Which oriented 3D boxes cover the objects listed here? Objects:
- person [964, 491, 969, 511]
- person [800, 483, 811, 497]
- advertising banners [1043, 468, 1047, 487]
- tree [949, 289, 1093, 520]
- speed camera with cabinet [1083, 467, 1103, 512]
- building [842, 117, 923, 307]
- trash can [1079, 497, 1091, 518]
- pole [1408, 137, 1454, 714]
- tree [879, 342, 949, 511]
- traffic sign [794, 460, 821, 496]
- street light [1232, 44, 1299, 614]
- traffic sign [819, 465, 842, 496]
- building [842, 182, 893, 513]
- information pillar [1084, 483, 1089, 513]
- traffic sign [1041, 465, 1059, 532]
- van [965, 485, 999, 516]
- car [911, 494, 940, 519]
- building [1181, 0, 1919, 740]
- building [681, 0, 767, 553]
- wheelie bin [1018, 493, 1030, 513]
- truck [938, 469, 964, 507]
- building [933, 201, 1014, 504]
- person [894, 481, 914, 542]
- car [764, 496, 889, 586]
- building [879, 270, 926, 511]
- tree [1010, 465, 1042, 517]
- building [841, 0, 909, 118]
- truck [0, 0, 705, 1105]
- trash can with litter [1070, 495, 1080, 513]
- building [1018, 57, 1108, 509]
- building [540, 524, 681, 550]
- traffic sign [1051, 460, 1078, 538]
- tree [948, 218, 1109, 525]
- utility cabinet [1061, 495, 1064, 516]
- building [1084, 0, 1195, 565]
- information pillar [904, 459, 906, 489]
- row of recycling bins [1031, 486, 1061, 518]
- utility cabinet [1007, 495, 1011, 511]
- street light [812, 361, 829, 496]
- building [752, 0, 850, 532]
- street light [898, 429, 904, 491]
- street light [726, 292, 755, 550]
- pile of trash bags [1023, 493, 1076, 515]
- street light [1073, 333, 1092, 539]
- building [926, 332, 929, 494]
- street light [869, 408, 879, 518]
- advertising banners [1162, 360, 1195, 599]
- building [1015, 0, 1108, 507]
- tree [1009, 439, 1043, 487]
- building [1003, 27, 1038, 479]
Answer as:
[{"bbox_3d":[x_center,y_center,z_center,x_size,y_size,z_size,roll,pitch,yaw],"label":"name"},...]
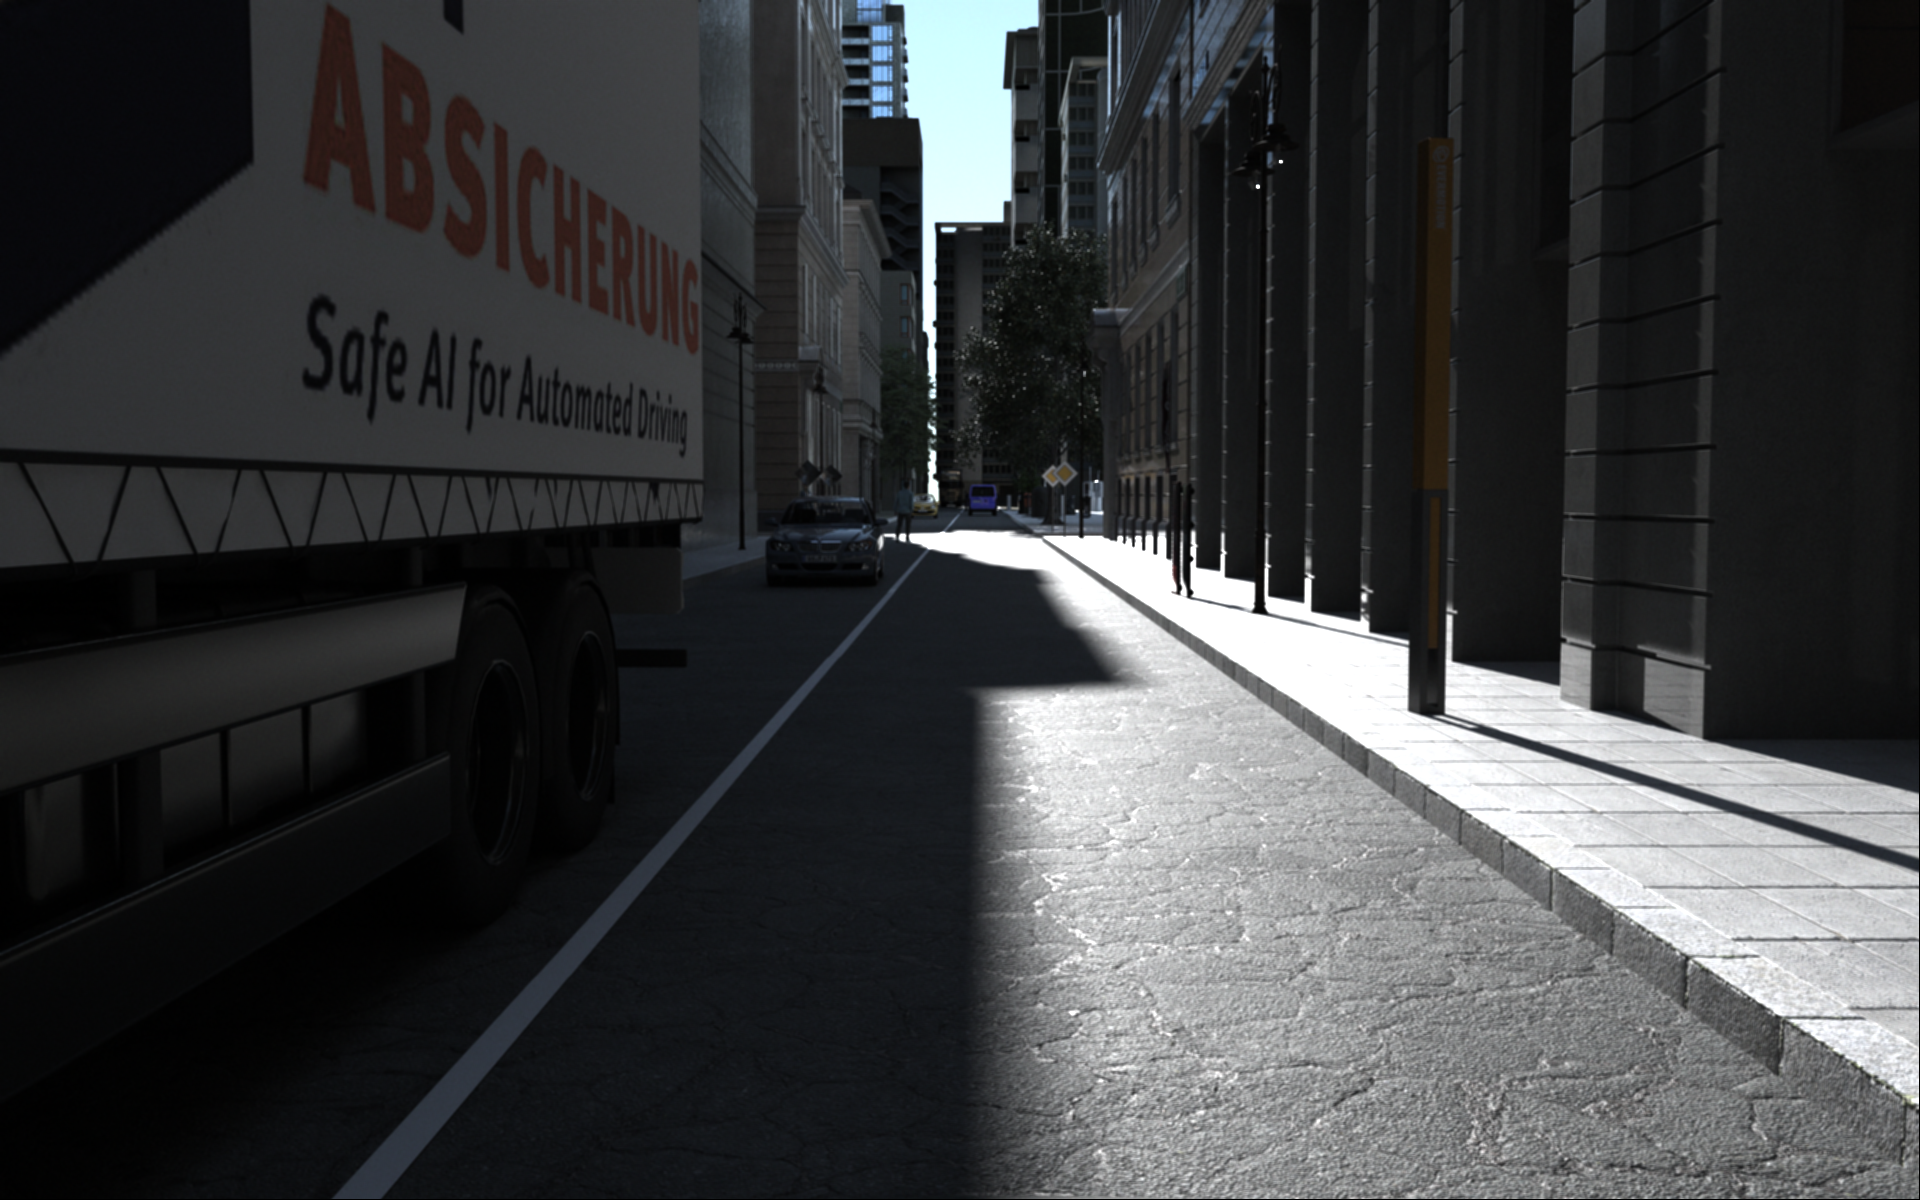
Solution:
[{"bbox_3d":[0.648,-8.648,150.693,0.445,1.727,0.742,-3,5,-44],"label":"person"},{"bbox_3d":[-5.024,-2.918,56.236,0.581,1.822,0.654,-2,4,-28],"label":"person"},{"bbox_3d":[6.080,-7.360,116.522,0.090,3.025,2.074,2,4,30],"label":"advertising banners"},{"bbox_3d":[4.356,-10.821,87.286,12.009,13.543,11.850,0,3,0],"label":"tree"},{"bbox_3d":[9.648,-8.069,126.263,0.660,3.252,2.038,2,4,33],"label":"speed camera with cabinet"},{"bbox_3d":[-11.623,-33.782,202.442,14.200,45.320,14.600,0,4,1],"label":"building"},{"bbox_3d":[6.697,-4.956,92.684,0.748,1.137,0.748,0,3,0],"label":"trash can"},{"bbox_3d":[2.738,-0.992,10.067,0.158,3.312,0.155,0,3,0],"label":"pole"},{"bbox_3d":[-4.540,-12.953,129.911,7.486,12.596,7.792,0,3,0],"label":"tree"},{"bbox_3d":[-4.473,-2.892,50.921,0.795,2.450,0.064,0,4,1],"label":"traffic sign"},{"bbox_3d":[3.222,-2.792,18.443,0.468,5.910,1.993,0,4,1],"label":"street light"},{"bbox_3d":[-4.394,-3.380,58.906,0.795,2.450,0.064,0,4,1],"label":"traffic sign"},{"bbox_3d":[-10.053,-15.135,98.368,10.553,20.767,40.483,0,4,1],"label":"building"},{"bbox_3d":[8.468,-6.813,115.881,0.304,2.012,0.304,0,4,-6],"label":"information pillar"},{"bbox_3d":[3.150,-3.374,58.811,0.795,2.450,0.064,0,4,1],"label":"traffic sign"},{"bbox_3d":[1.494,-6.815,115.814,2.240,2.365,5.245,0,3,0],"label":"van"},{"bbox_3d":[-2.166,-5.648,102.575,2.015,1.641,3.980,0,4,0],"label":"car"},{"bbox_3d":[9.332,-14.543,15.276,11.434,29.767,29.804,0,4,1],"label":"building"},{"bbox_3d":[-20.183,-12.794,42.469,30.059,22.955,16.112,0,4,1],"label":"building"},{"bbox_3d":[4.250,-6.439,113.183,0.980,1.594,0.693,-3,5,-44],"label":"wheelie bin"},{"bbox_3d":[-0.992,-12.521,193.634,2.839,4.237,11.283,0,3,0],"label":"truck"},{"bbox_3d":[8.450,-33.045,232.166,23.993,40.220,32.217,0,4,1],"label":"building"},{"bbox_3d":[-1.675,-2.616,51.291,0.660,1.820,0.620,1,4,17],"label":"person"},{"bbox_3d":[-2.173,-1.018,28.640,2.014,1.417,4.499,0,4,-1],"label":"car"},{"bbox_3d":[-17.392,-18.577,148.765,27.650,21.520,28.899,0,4,1],"label":"building"},{"bbox_3d":[3.963,-7.081,110.379,1.663,3.219,1.824,0,3,0],"label":"tree"},{"bbox_3d":[-19.823,-55.940,227.282,31.000,86.520,22.319,0,4,1],"label":"building"},{"bbox_3d":[-2.756,-0.903,3.675,2.839,4.237,11.283,0,4,2],"label":"truck"},{"bbox_3d":[8.102,-6.707,120.721,1.678,1.210,2.233,2,4,30],"label":"trash can with litter"},{"bbox_3d":[21.276,-27.931,148.549,32.217,40.220,23.993,0,4,1],"label":"building"},{"bbox_3d":[-11.420,-11.866,23.686,12.332,23.373,15.834,0,4,1],"label":"building"},{"bbox_3d":[3.071,-2.886,50.826,0.795,2.450,0.064,0,4,1],"label":"traffic sign"},{"bbox_3d":[3.992,-9.484,72.065,9.611,12.733,9.660,0,3,0],"label":"tree"},{"bbox_3d":[5.713,-5.581,102.404,0.306,1.237,1.020,3,5,43],"label":"utility cabinet"},{"bbox_3d":[10.337,-15.554,40.213,13.634,28.700,20.117,0,4,1],"label":"building"},{"bbox_3d":[-3.691,-7.660,116.590,0.183,3.616,0.504,0,4,6],"label":"information pillar"},{"bbox_3d":[4.714,-5.385,95.153,1.069,1.692,3.534,1,4,20],"label":"row of recycling bins"},{"bbox_3d":[3.773,-7.471,133.317,0.306,1.237,1.020,0,4,-1],"label":"utility cabinet"},{"bbox_3d":[-4.810,-5.340,60.092,0.468,5.910,1.993,0,4,1],"label":"street light"},{"bbox_3d":[-11.518,-17.247,67.895,13.634,28.700,20.117,0,4,1],"label":"building"},{"bbox_3d":[-4.222,-9.200,123.199,0.468,5.910,1.993,0,4,1],"label":"street light"},{"bbox_3d":[-5.035,-4.102,39.853,0.468,5.910,1.993,0,4,1],"label":"street light"},{"bbox_3d":[5.527,-5.923,106.596,3.447,1.369,1.912,1,4,19],"label":"pile of trash bags"},{"bbox_3d":[3.506,-4.715,49.879,0.468,5.910,1.993,0,4,1],"label":"street light"},{"bbox_3d":[-17.428,-20.401,178.599,27.650,21.520,28.899,0,4,1],"label":"building"},{"bbox_3d":[-4.545,-7.262,91.529,0.468,5.910,1.993,0,4,1],"label":"street light"},{"bbox_3d":[2.768,-1.585,22.099,0.090,3.025,2.074,0,4,-2],"label":"advertising banners"},{"bbox_3d":[16.018,-44.781,170.414,20.563,71.187,20.611,0,4,1],"label":"building"},{"bbox_3d":[5.038,-11.285,134.865,4.360,8.622,3.978,0,3,0],"label":"tree"},{"bbox_3d":[19.357,-37.047,194.953,28.713,52.752,27.495,0,4,1],"label":"building"}]
